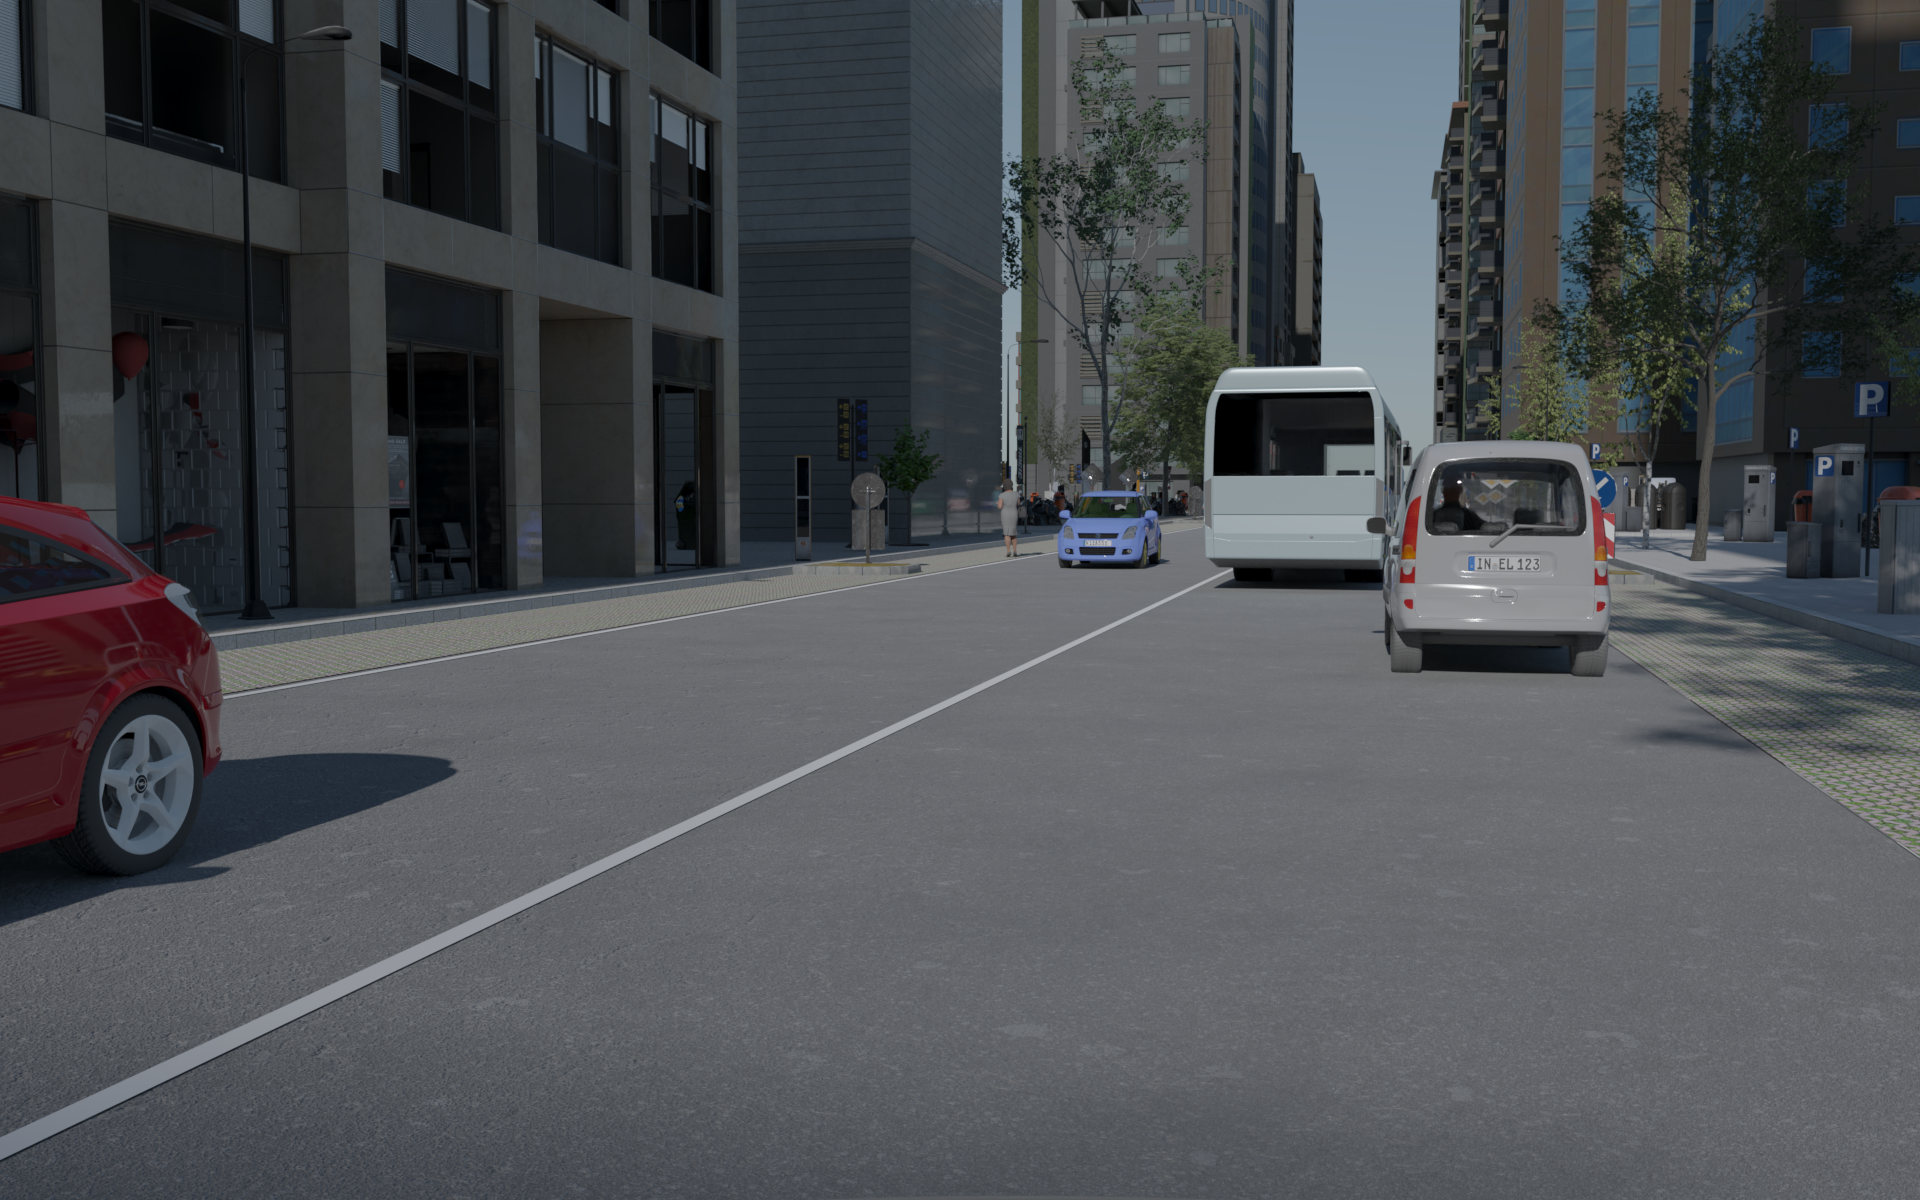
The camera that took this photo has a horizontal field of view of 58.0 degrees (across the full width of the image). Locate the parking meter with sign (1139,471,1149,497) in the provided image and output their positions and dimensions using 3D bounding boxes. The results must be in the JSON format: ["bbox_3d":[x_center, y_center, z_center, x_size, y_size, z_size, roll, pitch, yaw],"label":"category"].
[{"bbox_3d":[13.960,-8.321,132.305,0.543,3.016,1.738,1,4,22],"label":"parking meter with sign"}]

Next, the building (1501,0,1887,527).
[{"bbox_3d":[33.303,-26.358,81.057,14.600,45.320,14.200,1,4,14],"label":"building"}]

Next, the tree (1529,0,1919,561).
[{"bbox_3d":[14.476,-6.015,32.761,7.601,10.594,8.767,1,4,18],"label":"tree"}]

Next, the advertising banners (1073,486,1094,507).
[{"bbox_3d":[8.181,-7.216,114.161,0.090,3.025,2.074,-3,5,-41],"label":"advertising banners"}]

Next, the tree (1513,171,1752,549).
[{"bbox_3d":[16.134,-5.505,40.369,4.737,8.622,4.395,0,3,0],"label":"tree"}]

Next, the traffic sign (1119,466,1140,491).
[{"bbox_3d":[6.149,-3.627,62.940,0.795,2.450,0.064,1,4,14],"label":"traffic sign"}]

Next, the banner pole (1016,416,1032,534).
[{"bbox_3d":[2.001,-4.007,55.539,0.401,3.779,0.863,2,4,30],"label":"banner pole"}]

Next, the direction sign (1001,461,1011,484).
[{"bbox_3d":[3.104,-7.748,118.676,0.379,3.537,0.876,2,4,33],"label":"direction sign"}]

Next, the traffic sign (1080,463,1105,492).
[{"bbox_3d":[4.216,-3.153,55.191,0.795,2.450,0.064,1,4,14],"label":"traffic sign"}]

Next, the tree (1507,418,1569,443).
[{"bbox_3d":[24.585,-5.507,73.748,4.285,4.588,4.351,0,3,0],"label":"tree"}]

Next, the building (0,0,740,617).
[{"bbox_3d":[-17.336,-12.927,15.878,19.350,26.468,34.151,1,4,14],"label":"building"}]

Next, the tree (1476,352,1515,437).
[{"bbox_3d":[23.425,-7.214,68.305,4.737,8.622,4.395,0,3,0],"label":"tree"}]

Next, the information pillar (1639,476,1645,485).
[{"bbox_3d":[27.333,-3.956,69.174,0.304,2.012,0.304,-1,4,-19],"label":"information pillar"}]

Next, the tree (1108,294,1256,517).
[{"bbox_3d":[12.125,-11.019,98.291,7.486,12.596,7.792,0,3,0],"label":"tree"}]

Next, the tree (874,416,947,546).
[{"bbox_3d":[-1.398,-2.963,43.046,1.663,3.219,1.824,0,3,0],"label":"tree"}]

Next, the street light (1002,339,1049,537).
[{"bbox_3d":[1.970,-4.861,52.021,1.470,5.913,1.316,1,4,14],"label":"street light"}]

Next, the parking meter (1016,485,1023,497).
[{"bbox_3d":[3.696,-6.235,107.645,0.399,1.863,0.255,-1,4,-13],"label":"parking meter"}]

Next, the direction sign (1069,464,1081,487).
[{"bbox_3d":[8.628,-8.434,129.885,0.876,3.537,0.379,0,4,7],"label":"direction sign"}]

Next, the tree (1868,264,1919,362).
[{"bbox_3d":[25.782,-5.762,44.564,4.737,8.622,4.395,0,3,0],"label":"tree"}]

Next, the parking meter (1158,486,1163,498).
[{"bbox_3d":[14.673,-7.399,126.687,0.399,1.863,0.255,1,4,18],"label":"parking meter"}]

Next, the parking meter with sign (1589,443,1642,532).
[{"bbox_3d":[22.398,-3.844,59.111,0.543,3.016,1.738,-3,5,-39],"label":"parking meter with sign"}]

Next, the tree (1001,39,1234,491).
[{"bbox_3d":[5.515,-13.409,75.133,12.611,20.169,13.585,0,3,0],"label":"tree"}]

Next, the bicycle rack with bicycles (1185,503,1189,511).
[{"bbox_3d":[17.410,-7.080,129.146,2.925,0.926,2.852,0,4,-3],"label":"bicycle rack with bicycles"}]

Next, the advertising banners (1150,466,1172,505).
[{"bbox_3d":[12.459,-6.789,107.190,2.074,3.025,0.090,-3,5,-45],"label":"advertising banners"}]

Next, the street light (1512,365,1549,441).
[{"bbox_3d":[20.600,-5.503,62.511,1.470,5.913,1.316,1,4,14],"label":"street light"}]

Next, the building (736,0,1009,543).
[{"bbox_3d":[-14.226,-16.879,53.465,29.804,29.767,11.434,1,4,14],"label":"building"}]

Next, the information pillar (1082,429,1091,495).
[{"bbox_3d":[4.556,-4.364,62.712,0.183,3.616,0.504,2,4,35],"label":"information pillar"}]

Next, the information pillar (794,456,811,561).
[{"bbox_3d":[-3.014,-1.757,33.221,0.304,2.012,0.304,0,4,-7],"label":"information pillar"}]

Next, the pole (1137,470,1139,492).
[{"bbox_3d":[12.232,-7.659,119.069,0.158,3.312,0.155,0,3,0],"label":"pole"}]

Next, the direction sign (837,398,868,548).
[{"bbox_3d":[-2.558,-3.017,41.327,0.876,3.537,0.379,-3,5,-41],"label":"direction sign"}]

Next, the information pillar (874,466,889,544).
[{"bbox_3d":[-2.032,-2.464,44.770,0.304,2.012,0.304,-2,4,-25],"label":"information pillar"}]

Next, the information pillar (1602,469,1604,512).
[{"bbox_3d":[18.460,-2.789,50.095,0.304,2.012,0.304,2,4,28],"label":"information pillar"}]

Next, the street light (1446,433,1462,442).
[{"bbox_3d":[39.336,-10.114,137.907,1.470,5.913,1.316,1,4,14],"label":"street light"}]

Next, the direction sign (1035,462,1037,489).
[{"bbox_3d":[5.411,-8.028,123.253,0.379,3.537,0.876,0,4,6],"label":"direction sign"}]

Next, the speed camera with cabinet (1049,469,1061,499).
[{"bbox_3d":[7.043,-8.158,127.716,0.660,3.252,2.038,1,4,13],"label":"speed camera with cabinet"}]

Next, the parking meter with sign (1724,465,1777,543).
[{"bbox_3d":[21.306,-3.051,46.141,0.543,3.016,1.738,-3,5,-42],"label":"parking meter with sign"}]

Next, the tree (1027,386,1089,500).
[{"bbox_3d":[6.413,-10.291,118.617,4.360,8.622,3.978,0,3,0],"label":"tree"}]

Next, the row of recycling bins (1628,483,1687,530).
[{"bbox_3d":[24.401,-3.402,62.731,3.534,1.692,1.069,1,4,21],"label":"row of recycling bins"}]

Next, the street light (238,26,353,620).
[{"bbox_3d":[-6.708,-2.749,17.483,1.470,5.913,1.316,1,4,14],"label":"street light"}]

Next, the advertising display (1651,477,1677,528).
[{"bbox_3d":[26.298,-3.648,64.851,0.974,1.923,0.123,2,4,29],"label":"advertising display"}]

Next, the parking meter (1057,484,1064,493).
[{"bbox_3d":[6.038,-5.998,103.774,0.399,1.863,0.255,-1,4,-22],"label":"parking meter"}]

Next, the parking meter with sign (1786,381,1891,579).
[{"bbox_3d":[13.442,-1.854,26.570,1.738,3.016,0.543,-2,4,-28],"label":"parking meter with sign"}]

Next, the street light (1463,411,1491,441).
[{"bbox_3d":[29.170,-7.626,97.223,1.470,5.913,1.316,1,4,14],"label":"street light"}]
